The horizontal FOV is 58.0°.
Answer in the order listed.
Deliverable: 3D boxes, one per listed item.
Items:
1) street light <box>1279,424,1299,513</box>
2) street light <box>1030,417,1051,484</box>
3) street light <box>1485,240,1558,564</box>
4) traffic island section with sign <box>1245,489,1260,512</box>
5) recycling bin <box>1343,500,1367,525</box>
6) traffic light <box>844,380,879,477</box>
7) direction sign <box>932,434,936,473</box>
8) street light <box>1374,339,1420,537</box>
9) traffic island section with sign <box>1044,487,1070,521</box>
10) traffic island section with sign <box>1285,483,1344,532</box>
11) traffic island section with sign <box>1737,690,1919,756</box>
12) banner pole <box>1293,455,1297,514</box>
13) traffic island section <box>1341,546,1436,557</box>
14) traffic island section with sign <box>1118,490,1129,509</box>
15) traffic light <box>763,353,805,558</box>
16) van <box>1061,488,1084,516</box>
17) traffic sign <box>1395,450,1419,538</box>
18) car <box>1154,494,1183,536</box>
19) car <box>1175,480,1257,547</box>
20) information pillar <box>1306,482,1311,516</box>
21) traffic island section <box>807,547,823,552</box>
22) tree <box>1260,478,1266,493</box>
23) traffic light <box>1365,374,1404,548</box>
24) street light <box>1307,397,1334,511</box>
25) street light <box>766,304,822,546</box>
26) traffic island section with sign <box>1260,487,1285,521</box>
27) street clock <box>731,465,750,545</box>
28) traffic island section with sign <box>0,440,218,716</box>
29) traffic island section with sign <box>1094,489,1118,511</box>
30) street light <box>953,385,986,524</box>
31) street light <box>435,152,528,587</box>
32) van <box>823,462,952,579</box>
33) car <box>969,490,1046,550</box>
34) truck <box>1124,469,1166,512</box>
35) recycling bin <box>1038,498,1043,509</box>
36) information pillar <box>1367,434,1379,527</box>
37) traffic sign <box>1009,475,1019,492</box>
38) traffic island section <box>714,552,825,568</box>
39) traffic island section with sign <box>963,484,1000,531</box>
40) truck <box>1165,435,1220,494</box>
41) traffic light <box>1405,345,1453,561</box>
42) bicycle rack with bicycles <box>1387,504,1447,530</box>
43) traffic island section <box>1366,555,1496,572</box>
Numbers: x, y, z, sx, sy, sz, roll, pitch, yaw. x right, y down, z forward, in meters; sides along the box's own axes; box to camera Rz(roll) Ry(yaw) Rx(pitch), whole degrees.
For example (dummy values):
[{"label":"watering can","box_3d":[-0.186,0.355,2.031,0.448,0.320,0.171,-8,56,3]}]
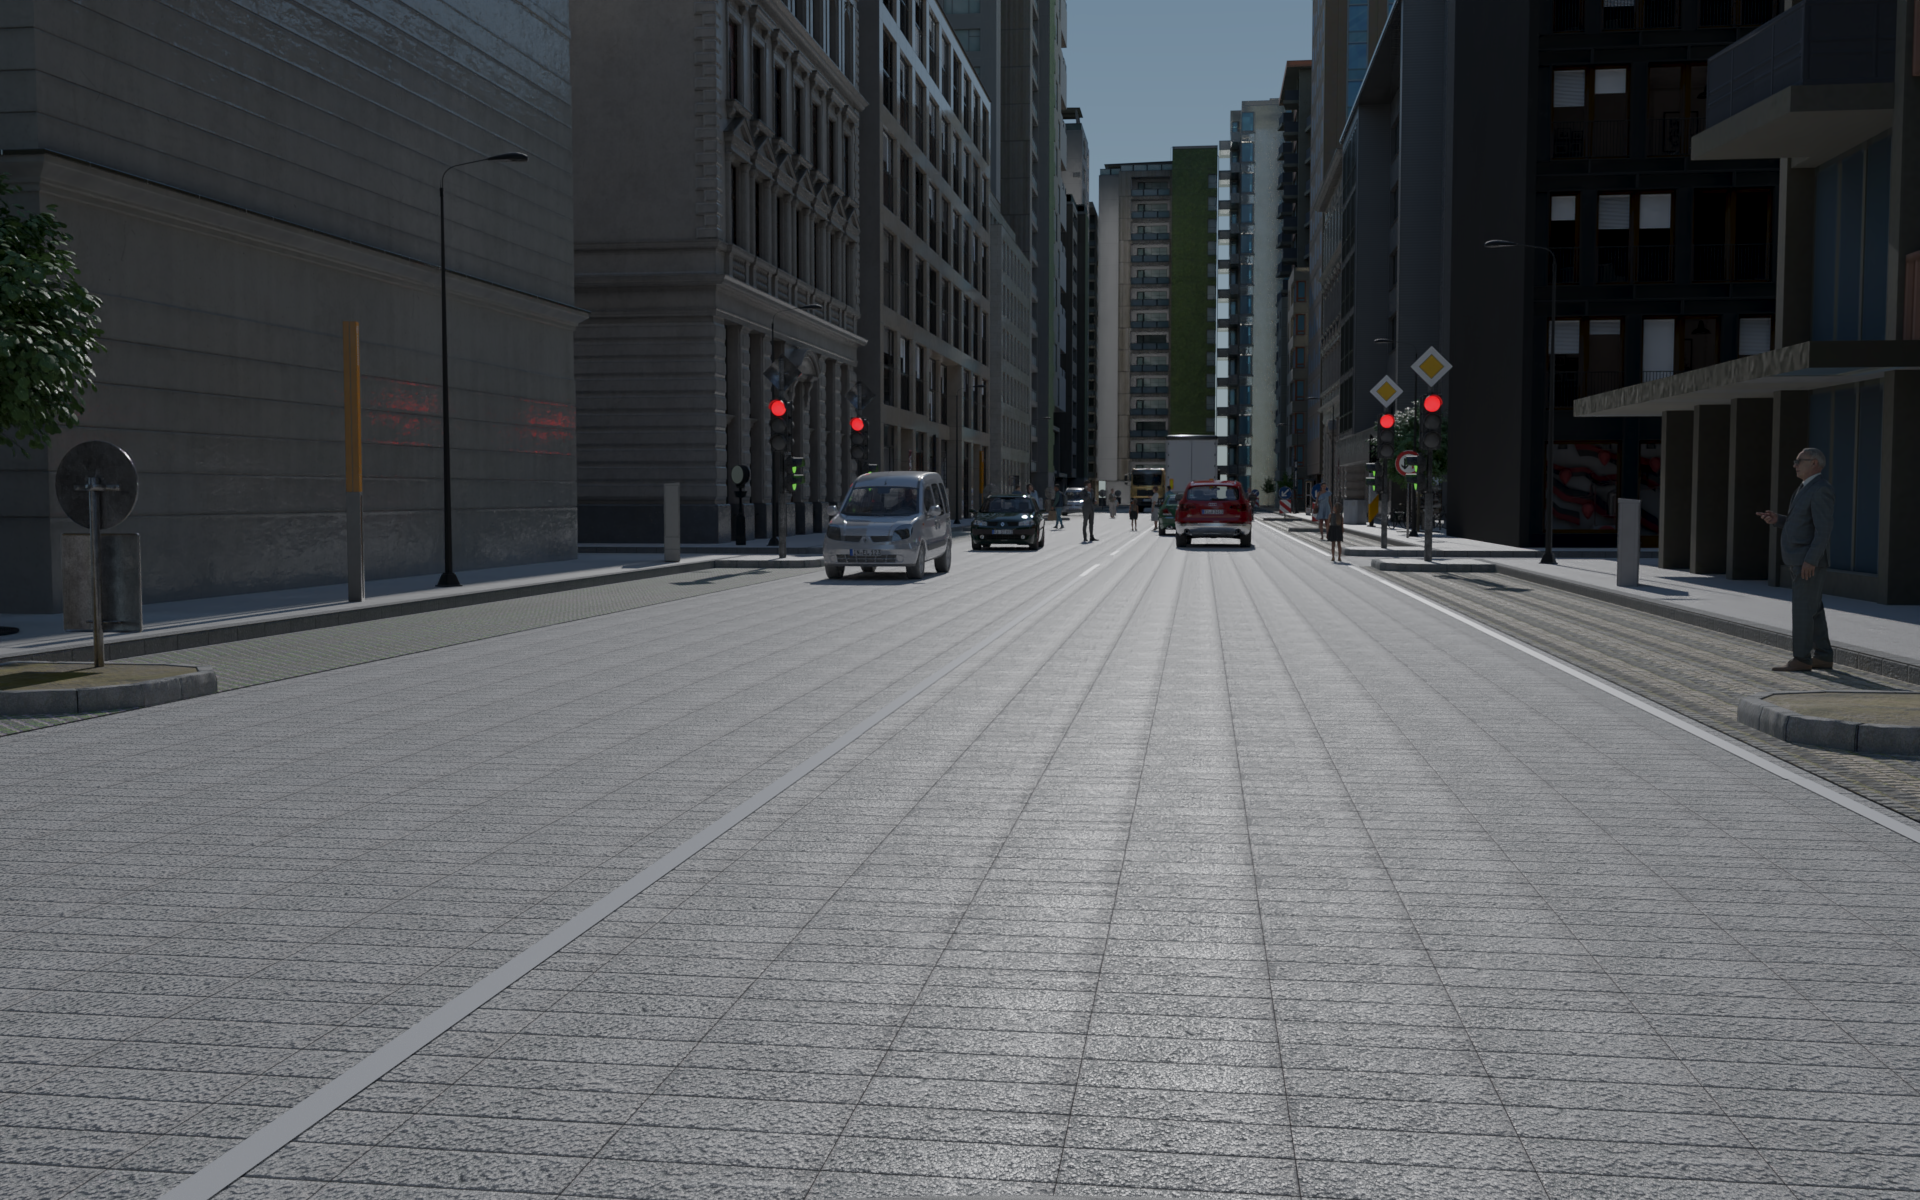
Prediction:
[{"label":"street light","box_3d":[21.741,-8.681,114.470,1.470,5.913,1.316,0,4,8]},{"label":"street light","box_3d":[4.805,-8.098,104.938,1.470,5.913,1.316,0,4,8]},{"label":"street light","box_3d":[10.299,-3.624,31.796,1.470,5.913,1.316,0,4,8]},{"label":"traffic island section with sign","box_3d":[24.029,-8.143,141.760,1.989,1.847,2.006,0,4,8]},{"label":"recycling bin","box_3d":[16.721,-3.715,73.294,0.722,1.027,0.722,-3,5,-41]},{"label":"traffic light","box_3d":[-2.443,-3.278,42.522,0.839,4.253,0.868,0,4,8]},{"label":"direction sign","box_3d":[-0.981,-4.532,66.097,0.379,3.537,0.876,0,4,-8]},{"label":"street light","box_3d":[13.093,-4.856,51.944,1.470,5.913,1.316,0,4,8]},{"label":"traffic island section with sign","box_3d":[4.933,-5.204,93.718,1.989,1.847,2.006,0,4,8]},{"label":"traffic island section with sign","box_3d":[13.463,-3.482,65.554,1.989,1.847,2.006,0,4,8]},{"label":"traffic island section with sign","box_3d":[5.789,-0.098,10.228,1.989,1.847,2.006,0,4,8]},{"label":"banner pole","box_3d":[21.512,-7.414,111.231,0.401,3.779,0.863,0,4,-7]},{"label":"traffic island section","box_3d":[10.040,-1.140,40.927,2.009,0.180,2.903,0,4,8]},{"label":"traffic island section with sign","box_3d":[15.698,-9.954,171.375,1.989,1.847,2.006,0,4,8]},{"label":"traffic light","box_3d":[-3.540,-2.795,34.612,0.839,4.253,0.868,0,4,8]},{"label":"van","box_3d":[7.613,-6.569,114.421,2.013,2.044,4.112,0,4,7]},{"label":"traffic sign","box_3d":[13.053,-3.078,50.424,0.768,2.556,0.104,1,4,11]},{"label":"car","box_3d":[7.927,-3.023,61.216,2.131,1.459,4.920,0,4,6]},{"label":"car","box_3d":[7.088,-2.413,48.128,2.281,1.827,5.304,1,4,10]},{"label":"information pillar","box_3d":[20.846,-6.062,103.601,0.304,2.012,0.304,1,4,17]},{"label":"traffic island section","box_3d":[-2.481,-1.247,42.662,2.009,0.180,2.903,0,4,8]},{"label":"tree","box_3d":[30.006,-10.664,168.955,1.663,3.219,1.824,0,3,0]},{"label":"traffic light","box_3d":[10.002,-3.174,40.819,0.839,4.253,0.868,0,4,8]},{"label":"street light","box_3d":[17.336,-6.763,83.122,1.470,5.913,1.316,0,4,8]},{"label":"street light","box_3d":[-4.069,-4.287,42.637,1.470,5.913,1.316,0,4,8]},{"label":"traffic island section with sign","box_3d":[17.193,-5.121,92.357,1.989,1.847,2.006,0,4,8]},{"label":"street clock","box_3d":[-5.488,-2.370,43.317,0.471,2.002,0.358,3,5,41]},{"label":"traffic island section with sign","box_3d":[-6.388,-0.212,12.094,1.989,1.847,2.006,0,4,8]},{"label":"traffic island section with sign","box_3d":[11.908,-8.281,144.018,1.989,1.847,2.006,0,4,8]},{"label":"street light","box_3d":[0.406,-6.192,73.782,1.470,5.913,1.316,0,4,8]},{"label":"street light","box_3d":[-6.559,-3.134,23.777,1.470,5.913,1.316,0,4,8]},{"label":"van","box_3d":[-1.226,-1.439,30.539,2.013,2.044,4.112,1,4,9]},{"label":"car","box_3d":[1.288,-2.187,45.542,2.009,1.686,4.222,0,4,6]},{"label":"truck","box_3d":[14.778,-8.522,135.254,3.469,3.379,9.791,1,4,9]},{"label":"recycling bin","box_3d":[5.114,-6.394,117.088,0.722,1.027,0.722,-2,4,-28]},{"label":"information pillar","box_3d":[16.164,-4.668,67.683,0.504,3.616,0.183,-2,4,-33]},{"label":"traffic sign","box_3d":[2.948,-5.659,94.651,0.606,2.300,0.079,1,4,15]},{"label":"traffic island section","box_3d":[-3.578,-0.763,34.752,2.009,0.180,2.903,0,4,8]},{"label":"traffic island section with sign","box_3d":[1.223,-3.569,66.989,1.989,1.847,2.006,0,4,8]},{"label":"truck","box_3d":[11.851,-6.073,88.211,2.839,4.237,11.283,1,4,8]},{"label":"traffic light","box_3d":[8.905,-2.690,32.909,0.839,4.253,0.868,0,4,8]},{"label":"bicycle rack with bicycles","box_3d":[16.921,-3.058,63.373,2.925,0.926,2.852,-1,4,-18]},{"label":"traffic island section","box_3d":[8.943,-0.657,33.018,2.009,0.180,2.903,0,4,8]}]
